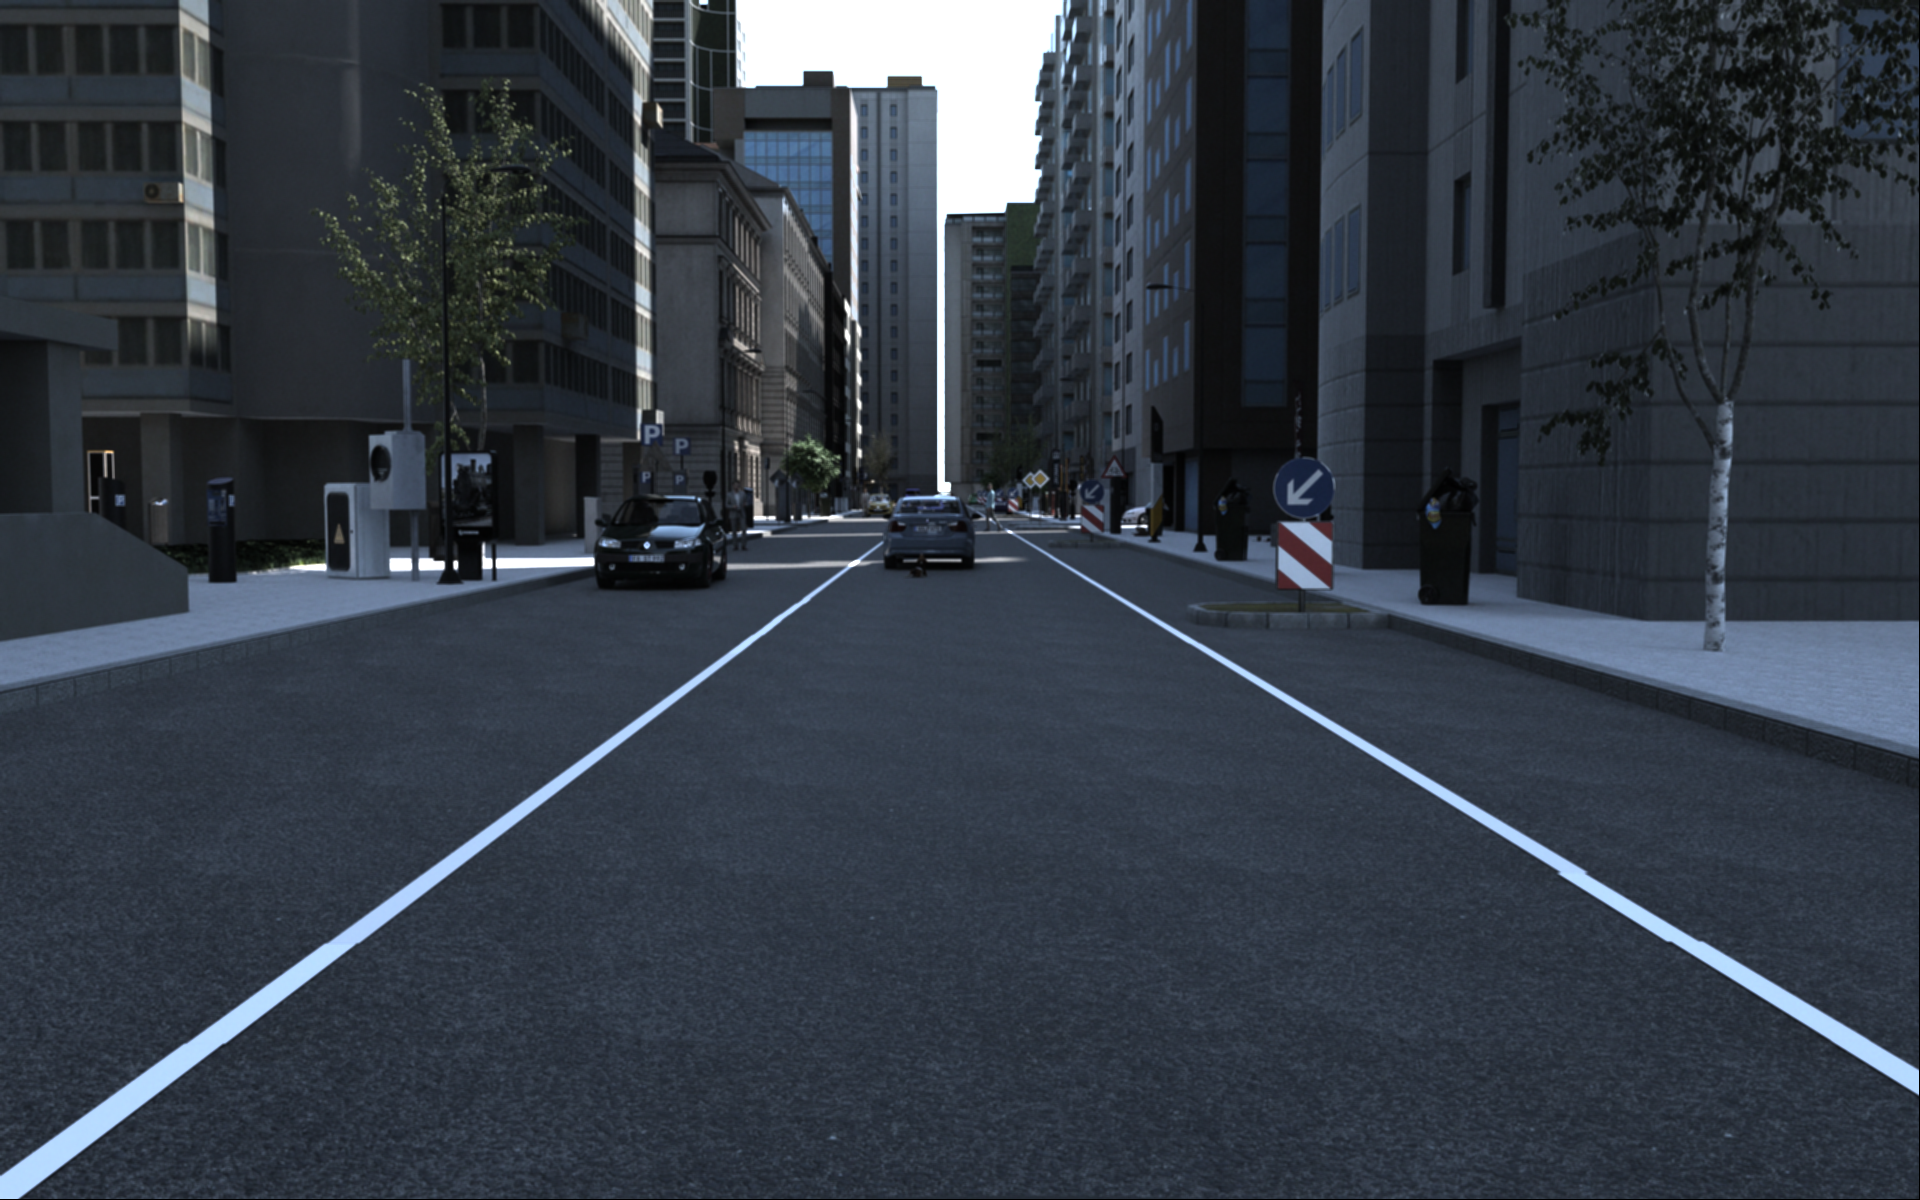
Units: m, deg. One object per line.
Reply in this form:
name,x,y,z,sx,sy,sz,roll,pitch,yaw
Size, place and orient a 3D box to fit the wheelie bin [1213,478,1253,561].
wheelie bin,5.281,-1.563,33.463,0.693,1.594,0.980,1,4,19

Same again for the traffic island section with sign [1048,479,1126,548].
traffic island section with sign,3.391,-2.329,46.711,1.989,1.847,2.006,0,4,0

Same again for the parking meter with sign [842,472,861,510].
parking meter with sign,-8.852,-8.526,135.660,1.738,3.016,0.543,0,4,7

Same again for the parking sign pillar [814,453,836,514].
parking sign pillar,-8.724,-7.546,111.852,1.447,3.967,1.447,2,4,33

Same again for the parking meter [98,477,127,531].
parking meter,-12.650,-1.069,25.884,0.372,1.533,0.369,0,3,0

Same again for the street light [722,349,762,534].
street light,-7.051,-5.079,55.582,1.470,5.913,1.316,0,4,0

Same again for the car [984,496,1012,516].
car,2.621,-6.394,117.126,1.945,1.354,3.894,0,4,-2

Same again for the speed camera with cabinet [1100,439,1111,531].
speed camera with cabinet,5.275,-4.099,61.356,0.660,3.252,2.038,0,4,6

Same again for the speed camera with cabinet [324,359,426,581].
speed camera with cabinet,-8.765,-1.929,25.875,2.038,3.252,0.660,3,5,43

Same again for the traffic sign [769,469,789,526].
traffic sign,-7.239,-4.012,69.231,0.795,2.450,0.064,0,4,0

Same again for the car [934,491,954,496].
car,-1.804,-11.635,198.912,2.281,1.827,5.304,0,4,-2

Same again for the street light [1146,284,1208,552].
street light,4.811,-4.027,38.388,1.470,5.913,1.316,0,4,0

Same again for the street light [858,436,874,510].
street light,-7.538,-10.159,138.648,1.470,5.913,1.316,0,4,0

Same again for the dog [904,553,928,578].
dog,-0.788,-0.602,30.043,0.748,0.427,0.550,-2,4,-34

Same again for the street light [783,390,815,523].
street light,-7.170,-6.406,77.275,1.470,5.913,1.316,0,4,0

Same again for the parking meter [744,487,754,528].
parking meter,-7.975,-3.483,65.355,0.372,1.533,0.369,0,3,0

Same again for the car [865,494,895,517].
car,-5.094,-6.064,109.377,2.015,1.641,3.980,0,4,0

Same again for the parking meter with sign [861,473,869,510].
parking meter with sign,-8.319,-8.863,141.163,1.738,3.016,0.543,-3,4,-38

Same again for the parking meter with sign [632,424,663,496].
parking meter with sign,-7.962,-2.902,43.712,0.543,3.016,1.738,-1,4,-23

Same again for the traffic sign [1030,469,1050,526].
traffic sign,3.205,-4.015,69.286,0.795,2.450,0.064,0,4,0

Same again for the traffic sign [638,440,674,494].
traffic sign,-7.352,-2.559,41.836,0.884,2.594,0.081,0,4,5

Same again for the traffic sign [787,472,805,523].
traffic sign,-7.297,-4.500,77.216,0.795,2.450,0.064,0,4,0

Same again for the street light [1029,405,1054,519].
street light,4.506,-7.207,90.375,1.470,5.913,1.316,0,4,0

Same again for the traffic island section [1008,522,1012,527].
traffic island section,3.171,-3.368,77.348,2.009,0.180,2.903,0,4,0

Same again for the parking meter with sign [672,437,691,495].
parking meter with sign,-8.501,-3.443,52.560,0.543,3.016,1.738,0,4,-4

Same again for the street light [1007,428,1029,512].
street light,4.263,-9.115,121.574,1.470,5.913,1.316,0,4,0

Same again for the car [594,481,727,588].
car,-4.725,-1.093,27.653,2.009,1.686,4.222,0,4,-2

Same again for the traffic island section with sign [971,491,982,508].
traffic island section with sign,2.446,-10.456,179.581,1.989,1.847,2.006,0,4,0

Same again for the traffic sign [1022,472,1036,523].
traffic sign,3.147,-4.503,77.270,0.795,2.450,0.064,0,4,0

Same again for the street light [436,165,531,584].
street light,-6.750,-3.183,24.580,1.470,5.913,1.316,0,4,0

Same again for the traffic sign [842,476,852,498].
traffic sign,-8.070,-7.550,123.554,0.768,2.556,0.104,0,4,4

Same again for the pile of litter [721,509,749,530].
pile of litter,-8.191,-2.973,62.571,1.176,0.858,1.719,1,4,8

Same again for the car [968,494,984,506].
car,1.972,-12.660,215.787,1.959,1.807,4.718,0,4,-2

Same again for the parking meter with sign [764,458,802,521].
parking meter with sign,-8.467,-5.313,83.129,1.738,3.016,0.543,-2,4,-25

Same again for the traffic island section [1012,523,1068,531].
traffic island section,3.228,-2.880,69.363,2.009,0.180,2.903,0,4,0

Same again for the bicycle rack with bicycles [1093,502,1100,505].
bicycle rack with bicycles,9.477,-6.034,112.038,2.852,0.926,2.925,1,4,23

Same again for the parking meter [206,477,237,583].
parking meter,-10.729,-1.024,25.159,0.372,1.533,0.369,0,3,0

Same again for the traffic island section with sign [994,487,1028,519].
traffic island section with sign,3.001,-5.722,102.182,1.989,1.847,2.006,0,4,0

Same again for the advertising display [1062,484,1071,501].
advertising display,6.872,-6.451,110.684,0.123,1.923,0.974,-3,4,-37

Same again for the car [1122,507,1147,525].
car,9.394,-3.805,74.575,4.827,1.381,2.083,0,4,0

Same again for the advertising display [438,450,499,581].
advertising display,-7.289,-1.254,25.715,0.974,1.923,0.123,1,4,20

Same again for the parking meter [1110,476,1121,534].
parking meter,5.020,-3.066,55.845,0.255,1.863,0.399,-1,4,-17

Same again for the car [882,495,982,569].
car,-0.579,-1.381,34.579,2.014,1.417,4.499,0,4,1

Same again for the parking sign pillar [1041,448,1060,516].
parking sign pillar,5.537,-6.966,102.373,1.447,3.967,1.447,-1,4,-11

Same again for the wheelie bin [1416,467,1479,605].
wheelie bin,5.695,-0.755,20.245,0.693,1.594,0.980,1,4,18

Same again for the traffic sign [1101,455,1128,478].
traffic sign,5.116,-3.515,57.478,0.884,2.594,0.081,0,4,0

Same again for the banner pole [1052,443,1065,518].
banner pole,4.898,-5.849,85.650,0.863,3.779,0.401,2,4,29

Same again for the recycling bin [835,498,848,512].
recycling bin,-8.339,-6.736,122.681,0.722,1.027,0.722,0,4,7

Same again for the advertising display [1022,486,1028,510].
advertising display,4.932,-7.951,135.205,0.974,1.923,0.123,-3,5,-43

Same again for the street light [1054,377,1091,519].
street light,4.649,-5.904,69.075,1.470,5.913,1.316,0,4,0

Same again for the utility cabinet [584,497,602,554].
utility cabinet,-7.944,-1.615,37.572,0.306,1.237,1.020,0,4,-6

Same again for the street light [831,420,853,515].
street light,-7.344,-8.283,107.961,1.470,5.913,1.316,0,4,0

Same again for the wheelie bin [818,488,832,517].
wheelie bin,-7.616,-5.479,97.496,0.693,1.594,0.980,-1,4,-17

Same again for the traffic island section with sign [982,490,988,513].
traffic island section with sign,2.807,-7.371,129.137,1.989,1.847,2.006,0,4,0

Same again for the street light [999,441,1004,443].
street light,4.137,-10.992,152.261,1.470,5.913,1.316,0,4,0

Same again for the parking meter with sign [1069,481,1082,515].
parking meter with sign,7.012,-6.605,104.248,0.543,3.016,1.738,-2,4,-32

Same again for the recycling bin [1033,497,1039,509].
recycling bin,6.857,-8.494,151.428,0.722,1.027,0.722,-2,4,-34
